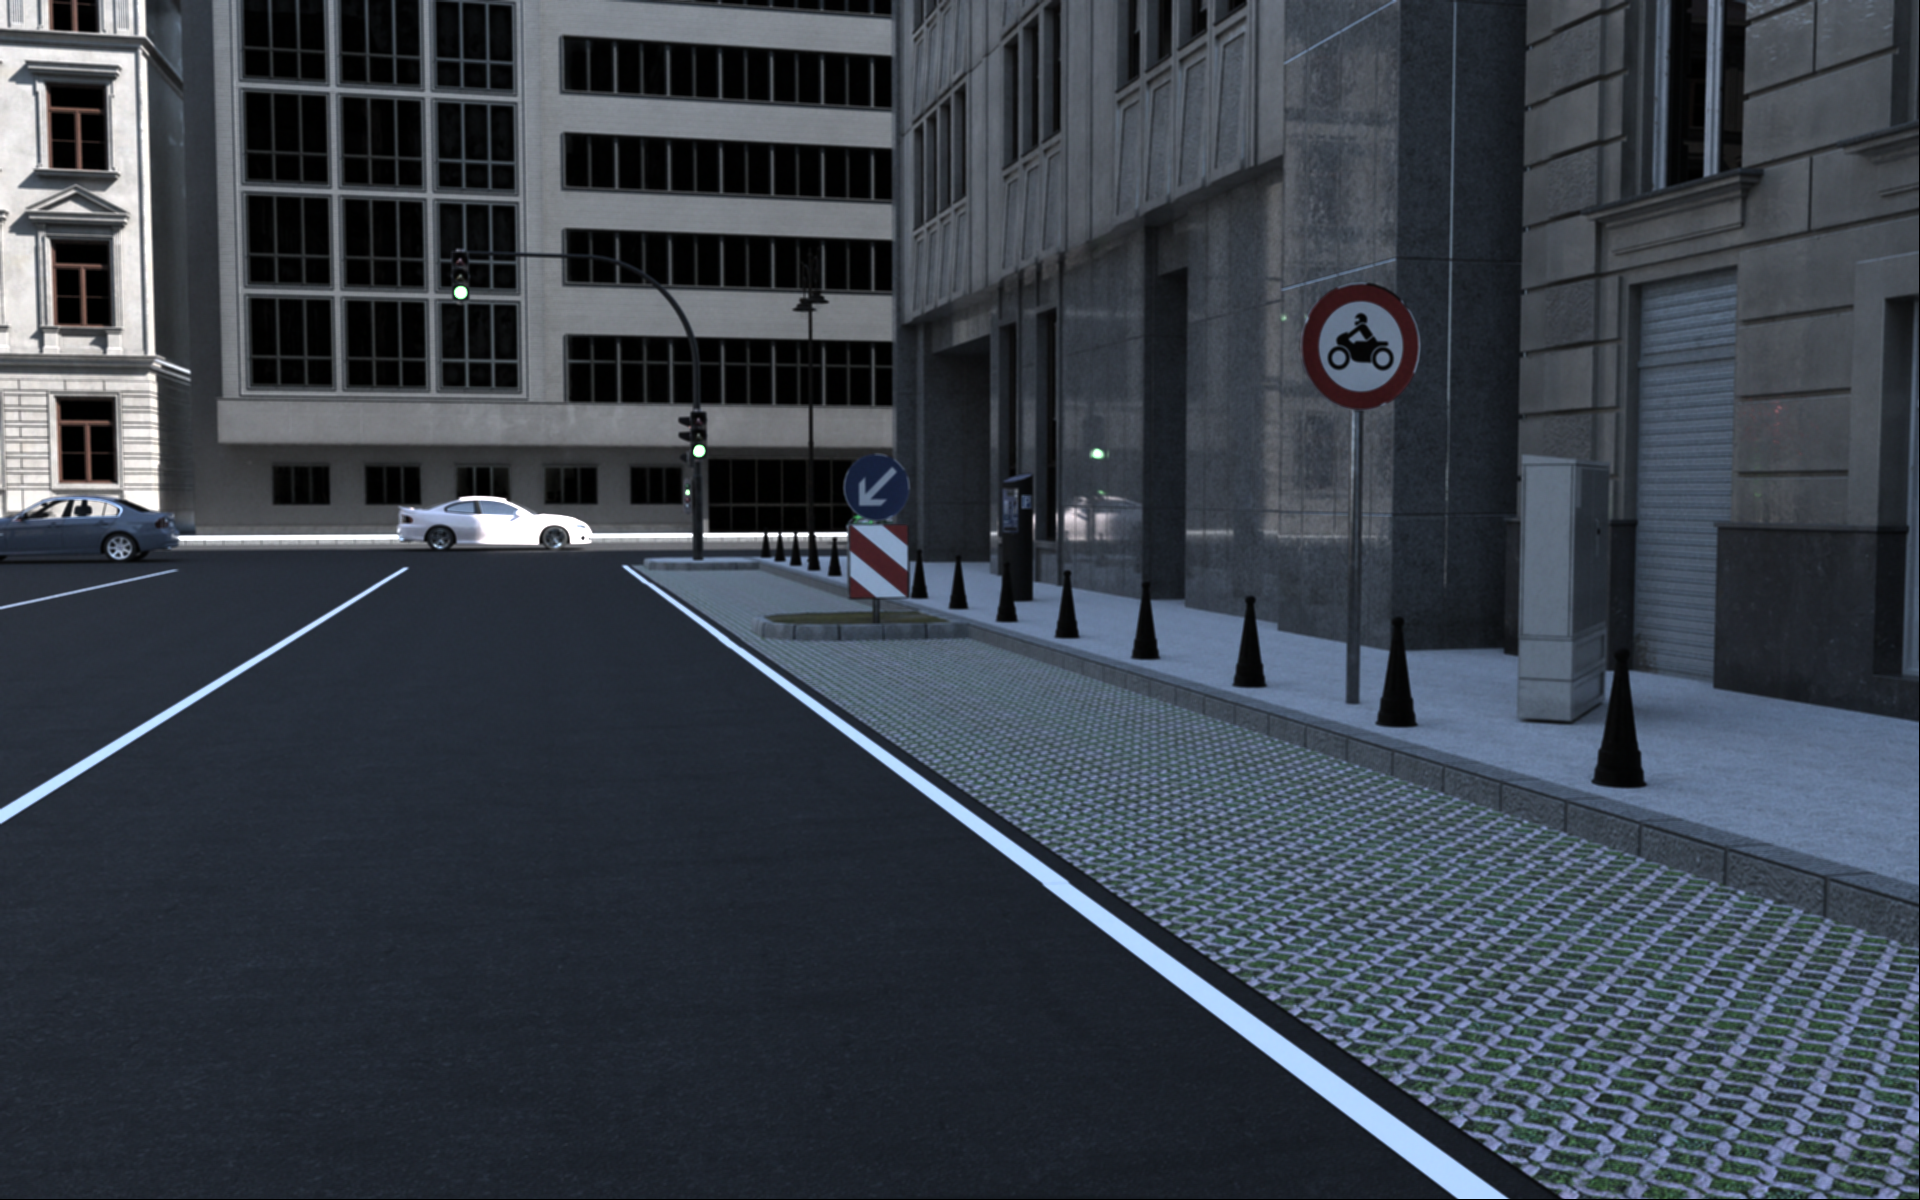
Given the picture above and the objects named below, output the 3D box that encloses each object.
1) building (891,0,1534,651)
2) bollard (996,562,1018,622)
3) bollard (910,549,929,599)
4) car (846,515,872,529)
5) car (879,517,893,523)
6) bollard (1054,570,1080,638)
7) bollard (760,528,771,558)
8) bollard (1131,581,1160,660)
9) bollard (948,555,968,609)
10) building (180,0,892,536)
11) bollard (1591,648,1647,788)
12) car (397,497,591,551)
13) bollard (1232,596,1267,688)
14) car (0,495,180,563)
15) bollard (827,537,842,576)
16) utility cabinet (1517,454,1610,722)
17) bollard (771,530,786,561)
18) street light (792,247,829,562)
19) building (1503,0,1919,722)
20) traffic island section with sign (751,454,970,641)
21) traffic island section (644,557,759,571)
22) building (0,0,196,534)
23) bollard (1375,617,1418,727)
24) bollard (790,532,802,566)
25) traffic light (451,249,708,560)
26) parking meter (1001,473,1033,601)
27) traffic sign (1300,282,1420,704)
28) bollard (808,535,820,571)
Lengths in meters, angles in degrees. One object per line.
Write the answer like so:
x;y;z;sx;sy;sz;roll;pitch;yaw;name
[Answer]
6.936;-12.627;24.479;12.078;24.808;19.932;-1;4;-14;building
0.472;-0.085;17.438;0.229;0.601;0.229;0;3;0;bollard
-0.502;-0.324;21.338;0.229;0.601;0.229;0;3;0;bollard
-0.964;-2.557;50.600;4.718;1.807;1.959;-1;4;-14;car
0.151;-2.179;47.425;4.920;1.459;2.131;-1;4;-15;car
0.959;0.034;15.489;0.229;0.601;0.229;0;3;0;bollard
-3.920;-1.159;34.989;0.229;0.601;0.229;0;3;0;bollard
1.450;0.154;13.520;0.229;0.601;0.229;0;3;0;bollard
-0.018;-0.205;19.387;0.229;0.601;0.229;0;3;0;bollard
-10.140;-14.787;60.836;30.058;24.678;14.314;-1;4;-14;building
2.918;0.513;7.652;0.229;0.601;0.229;0;3;0;bollard
-11.952;-1.969;44.557;4.827;1.381;2.083;-1;4;-14;car
1.937;0.273;11.571;0.229;0.601;0.229;0;3;0;bollard
-18.984;-1.506;36.629;4.499;1.417;2.014;-1;4;-15;car
-1.967;-0.682;27.185;0.229;0.601;0.229;0;3;0;bollard
3.555;-0.089;10.136;0.318;1.500;1.173;2;4;29;utility cabinet
-3.434;-1.040;33.040;0.229;0.601;0.229;0;3;0;bollard
-2.814;-3.662;32.668;0.468;5.910;1.993;-1;4;-14;street light
12.770;-12.564;2.689;12.463;27.353;25.104;-1;4;-14;building
-1.102;-0.560;17.776;1.989;1.847;2.006;-1;4;-14;traffic island section with sign
-5.077;-0.696;33.660;2.009;0.180;2.903;-1;4;-14;traffic island section
-34.560;-13.264;53.022;21.152;22.565;11.583;-1;4;-14;building
2.429;0.393;9.619;0.229;0.601;0.229;0;3;0;bollard
-2.948;-0.920;31.090;0.229;0.601;0.229;0;3;0;bollard
-7.126;-3.561;32.892;4.771;5.953;1.251;-1;4;-14;traffic light
0.691;-0.760;20.838;0.372;1.533;0.369;0;3;0;parking meter
2.407;-0.638;10.539;0.768;2.556;0.104;-1;4;-11;traffic sign
-2.456;-0.801;29.134;0.229;0.601;0.229;0;3;0;bollard
